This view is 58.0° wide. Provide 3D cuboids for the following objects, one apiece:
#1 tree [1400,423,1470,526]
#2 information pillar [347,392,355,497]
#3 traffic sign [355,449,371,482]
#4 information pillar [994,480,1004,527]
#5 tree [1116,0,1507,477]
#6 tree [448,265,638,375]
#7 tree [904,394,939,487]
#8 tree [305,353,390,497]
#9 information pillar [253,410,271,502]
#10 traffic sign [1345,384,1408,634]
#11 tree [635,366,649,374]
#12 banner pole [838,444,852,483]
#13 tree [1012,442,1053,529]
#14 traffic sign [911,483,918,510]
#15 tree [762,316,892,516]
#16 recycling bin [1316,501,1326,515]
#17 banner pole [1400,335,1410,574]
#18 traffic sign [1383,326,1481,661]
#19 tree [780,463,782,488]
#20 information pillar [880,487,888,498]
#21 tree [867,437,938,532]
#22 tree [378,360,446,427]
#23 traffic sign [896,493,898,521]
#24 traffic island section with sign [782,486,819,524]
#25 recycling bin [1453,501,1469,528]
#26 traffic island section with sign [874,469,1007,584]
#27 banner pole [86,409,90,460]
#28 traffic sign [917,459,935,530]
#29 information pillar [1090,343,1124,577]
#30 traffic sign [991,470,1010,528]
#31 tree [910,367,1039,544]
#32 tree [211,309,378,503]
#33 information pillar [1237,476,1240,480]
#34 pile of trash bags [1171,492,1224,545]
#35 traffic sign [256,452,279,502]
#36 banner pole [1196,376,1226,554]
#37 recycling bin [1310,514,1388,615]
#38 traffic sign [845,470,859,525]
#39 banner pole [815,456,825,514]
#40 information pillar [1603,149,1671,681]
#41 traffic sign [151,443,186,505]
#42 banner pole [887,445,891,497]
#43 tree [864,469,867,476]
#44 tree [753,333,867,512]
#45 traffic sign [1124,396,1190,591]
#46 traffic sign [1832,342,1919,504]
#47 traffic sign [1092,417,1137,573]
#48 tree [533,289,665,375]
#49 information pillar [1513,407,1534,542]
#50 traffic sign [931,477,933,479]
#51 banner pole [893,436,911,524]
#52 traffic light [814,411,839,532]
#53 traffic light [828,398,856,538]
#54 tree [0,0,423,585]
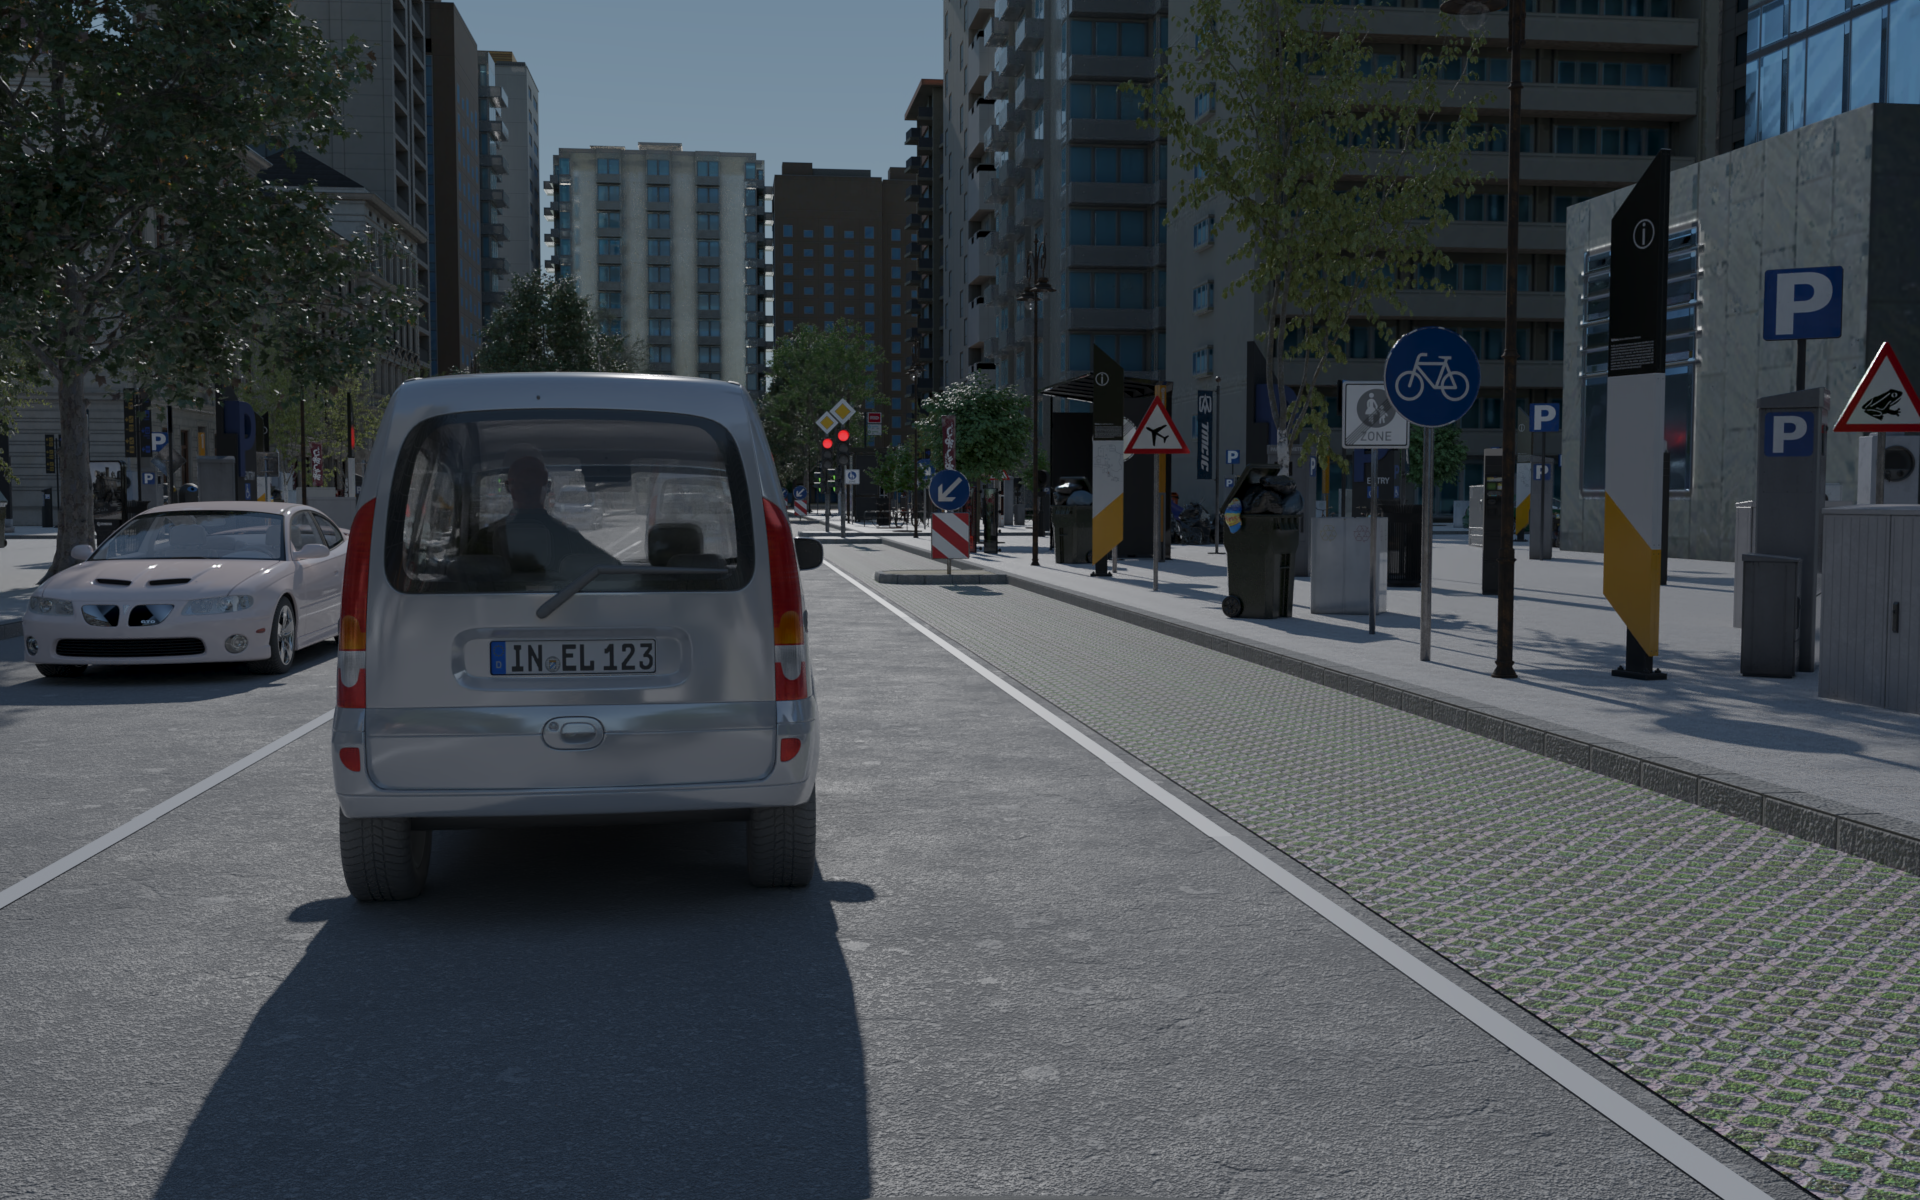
[{"bbox_3d":[18.862,-5.259,69.699,4.285,4.588,4.351,0,3,0],"label":"tree"},{"bbox_3d":[-14.067,-2.978,40.043,0.183,3.616,0.504,-1,4,-12],"label":"information pillar"},{"bbox_3d":[-16.815,-2.982,48.865,0.768,2.556,0.104,0,4,-1],"label":"traffic sign"},{"bbox_3d":[1.516,-3.830,67.110,0.304,2.012,0.304,2,4,34],"label":"information pillar"},{"bbox_3d":[4.019,-4.265,20.092,4.737,8.622,4.395,0,3,0],"label":"tree"},{"bbox_3d":[-20.912,-10.391,86.904,9.611,12.733,9.660,0,3,0],"label":"tree"},{"bbox_3d":[-2.340,-10.881,128.269,4.737,8.622,4.395,0,3,0],"label":"tree"},{"bbox_3d":[-29.414,-8.108,82.930,4.360,8.622,3.978,0,3,0],"label":"tree"},{"bbox_3d":[-19.574,-3.497,48.533,0.504,3.616,0.183,-2,4,-26],"label":"information pillar"},{"bbox_3d":[3.770,-0.835,15.778,0.606,2.300,0.079,0,4,-1],"label":"traffic sign"},{"bbox_3d":[-32.390,-16.268,172.634,9.857,13.997,8.962,0,3,0],"label":"tree"},{"bbox_3d":[-5.706,-5.917,86.760,0.863,3.779,0.401,-1,4,-11],"label":"banner pole"},{"bbox_3d":[3.005,-4.248,64.050,1.663,3.219,1.824,0,3,0],"label":"tree"},{"bbox_3d":[-2.189,-4.659,78.302,0.606,2.300,0.079,0,4,-2],"label":"traffic sign"},{"bbox_3d":[-7.906,-10.809,102.478,9.928,11.665,9.643,0,3,0],"label":"tree"},{"bbox_3d":[13.457,-3.250,65.698,0.722,1.027,0.722,0,4,1],"label":"recycling bin"},{"bbox_3d":[6.959,-2.264,27.037,0.401,3.779,0.863,0,4,7],"label":"banner pole"},{"bbox_3d":[3.581,-0.804,13.251,0.768,2.556,0.104,0,4,-7],"label":"traffic sign"},{"bbox_3d":[-20.470,-15.992,195.876,7.601,10.594,8.767,-1,4,-16],"label":"tree"},{"bbox_3d":[-3.836,-5.053,87.115,0.304,2.012,0.304,2,4,35],"label":"information pillar"},{"bbox_3d":[-1.841,-3.906,58.468,1.663,3.219,1.824,0,3,0],"label":"tree"},{"bbox_3d":[-29.964,-8.850,95.059,4.737,8.622,4.395,0,3,0],"label":"tree"},{"bbox_3d":[-2.982,-5.014,82.088,0.768,2.556,0.104,0,4,0],"label":"traffic sign"},{"bbox_3d":[-7.854,-4.592,83.712,1.989,1.847,2.006,0,4,-8],"label":"traffic island section with sign"},{"bbox_3d":[19.232,-3.269,66.002,0.722,1.027,0.722,2,4,26],"label":"recycling bin"},{"bbox_3d":[-0.371,-1.200,28.242,1.989,1.847,2.006,0,4,-8],"label":"traffic island section with sign"},{"bbox_3d":[-22.477,-3.331,44.471,0.401,3.779,0.863,0,4,-6],"label":"banner pole"},{"bbox_3d":[-1.270,-3.822,62.594,0.768,2.556,0.104,0,4,-1],"label":"traffic sign"},{"bbox_3d":[2.284,-2.172,26.867,0.504,3.616,0.183,0,4,8],"label":"information pillar"},{"bbox_3d":[1.454,-4.022,65.765,0.884,2.594,0.081,0,4,-2],"label":"traffic sign"},{"bbox_3d":[0.393,-3.750,45.026,4.285,4.588,4.351,0,3,0],"label":"tree"},{"bbox_3d":[-24.395,-6.840,62.196,4.737,8.622,4.395,0,3,0],"label":"tree"},{"bbox_3d":[11.153,-3.970,69.393,0.304,2.012,0.304,2,4,34],"label":"information pillar"},{"bbox_3d":[6.639,-2.150,44.909,3.447,1.369,1.912,-2,4,-32],"label":"pile of trash bags"},{"bbox_3d":[-16.863,-2.446,42.126,0.606,2.300,0.079,0,4,0],"label":"traffic sign"},{"bbox_3d":[5.316,-2.863,36.825,0.863,3.779,0.401,-3,4,-38],"label":"banner pole"},{"bbox_3d":[4.208,-0.377,18.717,0.722,1.027,0.722,1,4,21],"label":"recycling bin"},{"bbox_3d":[-4.510,-4.302,72.466,0.606,2.300,0.079,0,4,-1],"label":"traffic sign"},{"bbox_3d":[-9.220,-7.599,114.254,0.863,3.779,0.401,-3,5,-44],"label":"banner pole"},{"bbox_3d":[4.710,-1.266,12.056,0.183,3.616,0.504,-1,4,-21],"label":"information pillar"},{"bbox_3d":[-17.996,-2.337,39.402,0.795,2.450,0.064,0,4,-3],"label":"traffic sign"},{"bbox_3d":[-3.438,-6.066,89.203,0.401,3.779,0.863,3,5,43],"label":"banner pole"},{"bbox_3d":[-2.489,-4.252,64.127,1.663,3.219,1.824,0,3,0],"label":"tree"},{"bbox_3d":[-10.746,-12.526,121.813,9.611,12.733,9.660,0,3,0],"label":"tree"},{"bbox_3d":[2.599,-1.403,22.950,0.884,2.594,0.081,0,4,-4],"label":"traffic sign"},{"bbox_3d":[7.912,-0.911,14.899,0.884,2.594,0.081,0,4,-2],"label":"traffic sign"},{"bbox_3d":[2.524,-1.717,28.175,0.768,2.556,0.104,0,4,-4],"label":"traffic sign"},{"bbox_3d":[-22.261,-11.800,103.296,12.009,13.543,11.850,0,3,0],"label":"tree"},{"bbox_3d":[15.147,-3.372,46.487,0.183,3.616,0.504,-2,4,-32],"label":"information pillar"},{"bbox_3d":[-1.170,-5.023,84.263,0.606,2.300,0.079,0,4,-3],"label":"traffic sign"},{"bbox_3d":[-2.403,-5.186,74.803,0.401,3.779,0.863,3,5,43],"label":"banner pole"},{"bbox_3d":[-4.514,-4.262,58.609,0.839,4.253,0.868,0,4,-8],"label":"traffic light"},{"bbox_3d":[-3.446,-3.778,50.696,0.839,4.253,0.868,0,4,-8],"label":"traffic light"},{"bbox_3d":[-12.704,-6.581,24.605,9.611,12.733,9.660,0,3,0],"label":"tree"}]
